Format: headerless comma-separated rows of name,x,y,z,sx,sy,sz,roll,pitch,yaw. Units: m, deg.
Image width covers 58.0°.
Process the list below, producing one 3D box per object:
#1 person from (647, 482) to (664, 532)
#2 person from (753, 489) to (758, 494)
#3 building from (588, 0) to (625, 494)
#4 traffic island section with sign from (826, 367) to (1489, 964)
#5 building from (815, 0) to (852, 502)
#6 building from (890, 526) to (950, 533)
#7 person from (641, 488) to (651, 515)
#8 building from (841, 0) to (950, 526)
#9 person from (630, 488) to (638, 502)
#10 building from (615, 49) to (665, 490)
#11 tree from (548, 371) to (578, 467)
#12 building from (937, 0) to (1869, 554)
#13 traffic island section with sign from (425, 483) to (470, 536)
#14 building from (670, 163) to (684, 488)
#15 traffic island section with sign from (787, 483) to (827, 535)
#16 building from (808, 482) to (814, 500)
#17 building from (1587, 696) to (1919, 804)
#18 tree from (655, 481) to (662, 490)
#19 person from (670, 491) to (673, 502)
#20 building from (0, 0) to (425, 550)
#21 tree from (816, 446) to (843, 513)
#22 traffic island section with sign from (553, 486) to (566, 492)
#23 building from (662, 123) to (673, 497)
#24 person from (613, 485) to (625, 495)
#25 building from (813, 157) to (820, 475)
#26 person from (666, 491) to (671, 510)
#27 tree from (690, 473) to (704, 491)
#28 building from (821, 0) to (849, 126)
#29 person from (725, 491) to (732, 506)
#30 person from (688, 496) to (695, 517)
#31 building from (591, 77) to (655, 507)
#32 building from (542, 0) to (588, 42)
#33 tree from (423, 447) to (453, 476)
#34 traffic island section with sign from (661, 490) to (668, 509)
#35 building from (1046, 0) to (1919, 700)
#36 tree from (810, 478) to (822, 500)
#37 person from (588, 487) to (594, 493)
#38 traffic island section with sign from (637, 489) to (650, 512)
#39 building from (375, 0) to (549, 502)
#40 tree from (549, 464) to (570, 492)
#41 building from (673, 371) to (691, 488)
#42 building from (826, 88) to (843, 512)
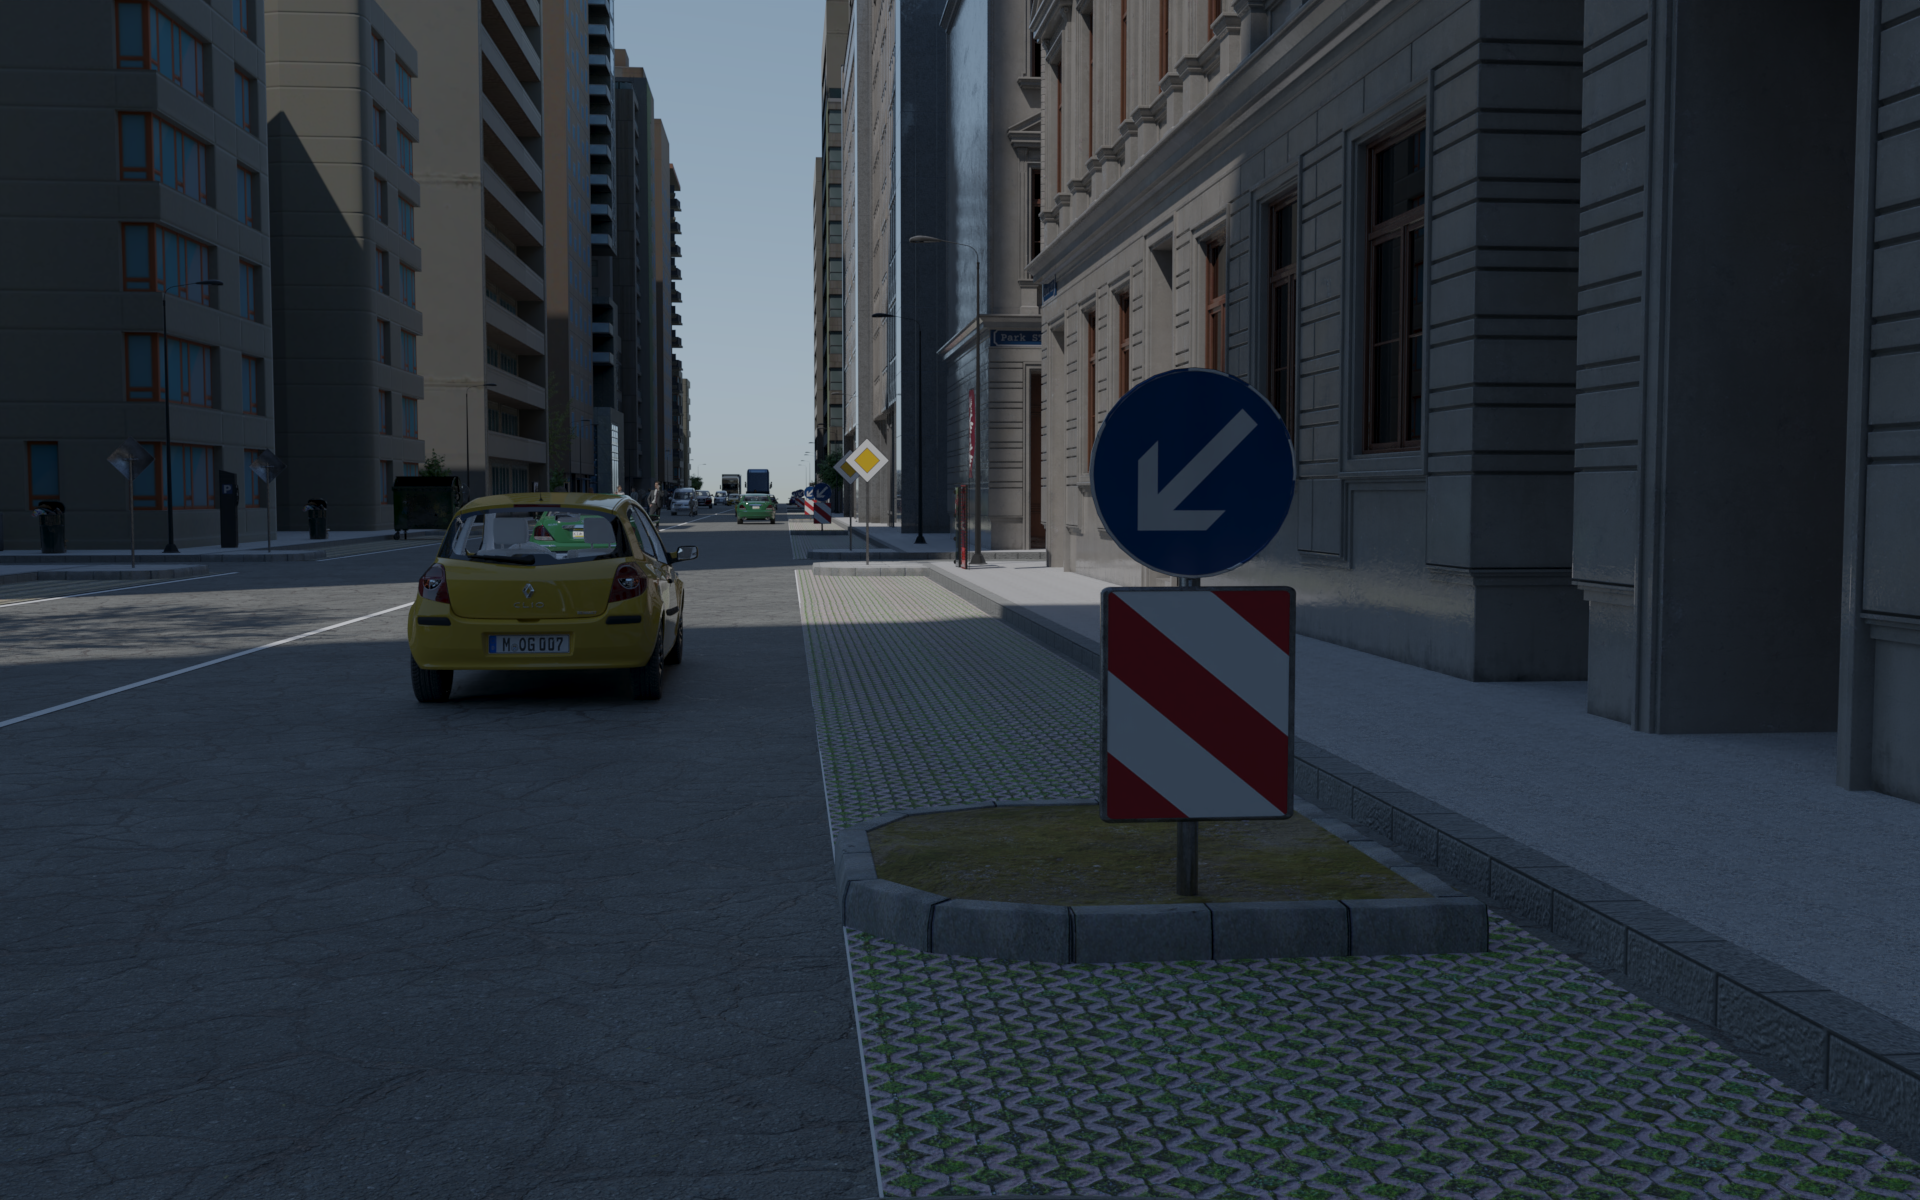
person,-11.496,-3.526,65.509,0.648,1.900,0.474,-1,4,-14
person,-17.560,-8.574,148.641,1.348,1.831,0.705,-1,4,-16
building,-38.537,-50.621,140.326,22.319,86.520,31.000,0,4,-6
traffic island section with sign,0.555,0.148,6.213,1.989,1.847,2.006,0,4,-6
building,-7.841,-47.572,216.049,20.563,71.187,20.611,0,4,-6
building,3.062,-15.169,66.043,12.078,24.808,19.932,0,4,-6
person,-21.154,-6.695,118.050,1.350,1.814,0.705,1,4,13
building,0.457,-16.437,86.763,12.078,24.808,19.932,0,4,-6
person,-19.881,-5.925,105.477,0.635,1.810,0.391,2,4,28
building,-38.810,-32.309,178.360,14.600,45.320,14.200,0,4,-6
tree,-24.658,-9.237,101.387,4.737,8.622,4.395,0,3,0
building,9.902,-12.769,44.923,21.152,22.565,11.583,0,4,-6
traffic island section with sign,-17.459,-3.166,60.397,1.989,1.847,2.006,0,4,-6
building,-47.256,-34.746,222.727,22.147,44.769,28.867,0,4,-6
traffic island section with sign,-4.940,-3.175,60.535,1.989,1.847,2.006,0,4,-6
building,-6.797,-34.886,262.272,32.217,40.220,23.993,0,4,-6
building,9.577,-10.038,0.276,11.583,22.565,21.152,0,4,-6
tree,-33.264,-11.869,188.664,1.663,3.219,1.824,0,3,0
person,-25.650,-8.886,154.574,1.217,1.735,0.721,3,5,40
building,-33.462,-12.676,52.297,27.650,21.520,28.899,0,4,-6
tree,-8.019,-8.155,117.041,4.285,4.588,4.351,0,3,0
traffic island section with sign,-20.227,-4.832,87.634,1.989,1.847,2.006,0,4,-6
building,-41.082,-33.738,201.731,14.600,45.320,14.200,0,4,-6
person,-15.863,-4.389,80.359,0.679,1.850,0.850,0,4,-7
building,-9.214,-37.558,237.775,21.300,48.544,21.600,0,4,-6
person,-25.569,-8.738,152.162,0.445,1.727,0.742,0,4,0
tree,-41.641,-17.551,270.675,4.285,4.588,4.351,0,3,0
building,-2.258,-33.136,165.474,21.300,48.544,21.600,0,4,-6
person,-28.289,-12.491,212.804,1.350,1.814,0.705,-3,5,-40
person,-16.825,-5.865,108.667,0.640,1.303,0.475,2,4,34
building,-36.773,-29.413,164.502,14.154,41.232,14.086,0,4,-6
building,-33.230,-28.690,119.192,14.600,45.320,14.200,0,4,-6
tree,-22.049,-4.752,72.292,1.663,3.219,1.824,0,3,0
traffic island section with sign,-28.001,-9.527,164.398,1.989,1.847,2.006,0,4,-6
building,7.447,-11.323,21.280,11.583,22.565,21.152,0,4,-6
tree,-17.006,-12.824,204.277,1.663,3.219,1.824,0,3,0
person,-17.814,-4.534,83.226,0.643,1.750,0.593,0,4,4
traffic island section with sign,-25.278,-7.887,137.581,1.989,1.847,2.006,0,4,-6
building,-32.726,-28.208,84.903,21.300,48.544,21.600,0,4,-6
tree,-25.941,-7.126,111.119,1.663,3.219,1.824,0,3,0
building,-53.874,-24.875,251.745,27.650,21.520,28.899,0,4,-6
building,-2.787,-21.751,127.334,14.160,30.474,14.107,0,4,-6
